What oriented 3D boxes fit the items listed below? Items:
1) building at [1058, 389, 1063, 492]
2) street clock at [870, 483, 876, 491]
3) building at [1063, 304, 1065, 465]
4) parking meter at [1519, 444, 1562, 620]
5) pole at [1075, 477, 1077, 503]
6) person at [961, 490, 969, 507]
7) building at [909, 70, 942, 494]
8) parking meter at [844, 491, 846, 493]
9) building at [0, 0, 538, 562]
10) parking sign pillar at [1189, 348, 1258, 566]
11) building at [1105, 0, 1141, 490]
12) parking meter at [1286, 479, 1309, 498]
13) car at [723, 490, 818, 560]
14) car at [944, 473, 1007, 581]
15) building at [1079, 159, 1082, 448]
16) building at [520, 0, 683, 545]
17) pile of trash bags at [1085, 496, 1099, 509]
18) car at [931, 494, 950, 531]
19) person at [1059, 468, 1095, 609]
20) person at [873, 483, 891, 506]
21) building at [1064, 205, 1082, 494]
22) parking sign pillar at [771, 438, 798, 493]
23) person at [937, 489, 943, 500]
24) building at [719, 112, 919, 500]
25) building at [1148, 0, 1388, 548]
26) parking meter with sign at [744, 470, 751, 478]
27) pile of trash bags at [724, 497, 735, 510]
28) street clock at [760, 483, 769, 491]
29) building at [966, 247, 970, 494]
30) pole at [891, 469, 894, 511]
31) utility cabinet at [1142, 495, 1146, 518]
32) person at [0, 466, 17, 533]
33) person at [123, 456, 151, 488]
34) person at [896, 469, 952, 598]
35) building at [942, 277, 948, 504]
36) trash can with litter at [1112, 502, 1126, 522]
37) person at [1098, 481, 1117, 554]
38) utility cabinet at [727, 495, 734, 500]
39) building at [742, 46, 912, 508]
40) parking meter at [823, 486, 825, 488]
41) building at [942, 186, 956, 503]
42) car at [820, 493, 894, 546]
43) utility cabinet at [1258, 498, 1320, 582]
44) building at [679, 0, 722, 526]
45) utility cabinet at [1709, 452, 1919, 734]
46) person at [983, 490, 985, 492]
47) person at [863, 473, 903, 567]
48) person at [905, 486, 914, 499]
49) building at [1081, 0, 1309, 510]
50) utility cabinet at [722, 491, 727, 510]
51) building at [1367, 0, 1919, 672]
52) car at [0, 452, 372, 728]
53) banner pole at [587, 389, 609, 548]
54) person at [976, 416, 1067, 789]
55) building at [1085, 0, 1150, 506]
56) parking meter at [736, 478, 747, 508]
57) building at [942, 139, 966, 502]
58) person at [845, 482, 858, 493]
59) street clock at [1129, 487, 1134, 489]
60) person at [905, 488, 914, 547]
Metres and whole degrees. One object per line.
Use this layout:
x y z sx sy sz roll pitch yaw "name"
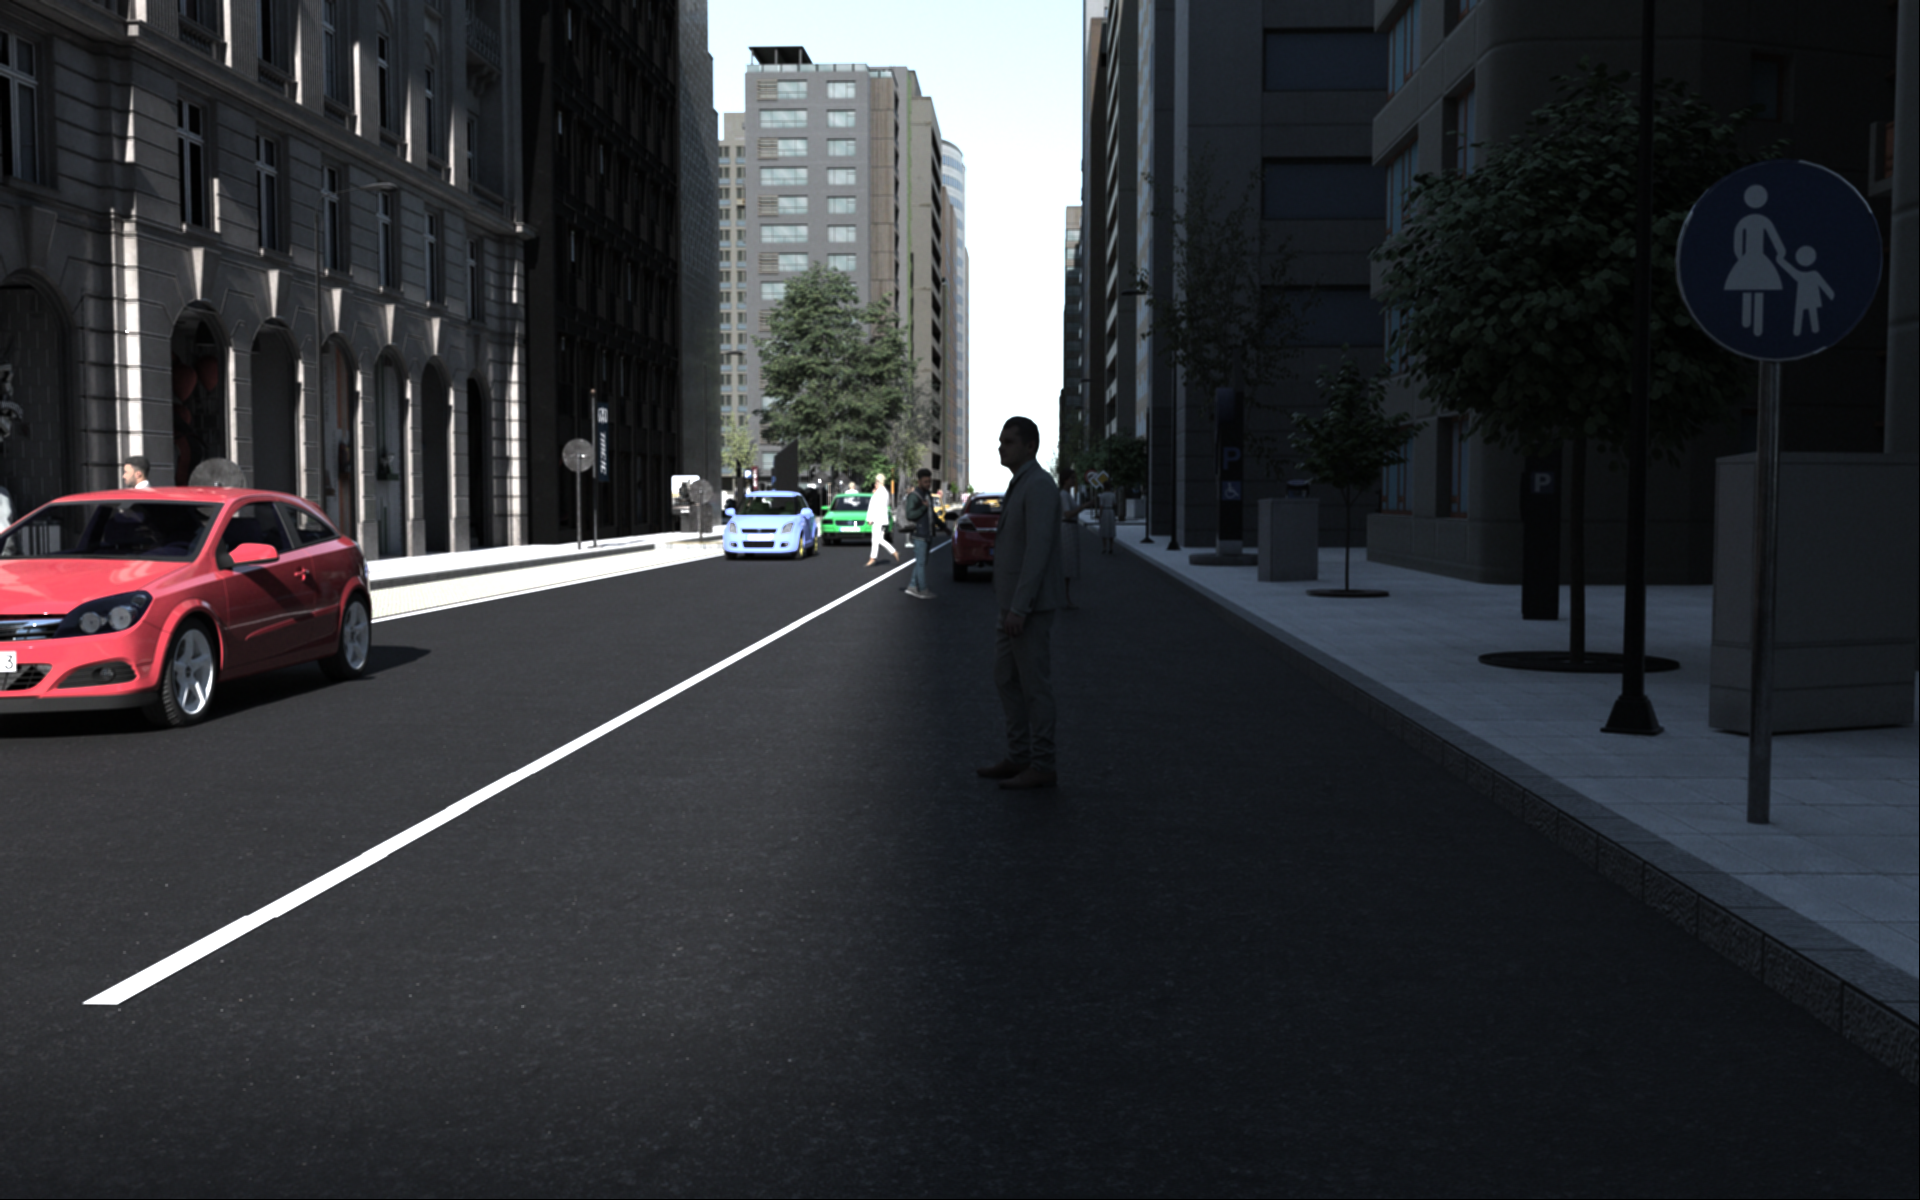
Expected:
30.956 -27.691 297.788 27.650 21.520 28.899 0 4 2 "building"
-5.614 -6.650 113.296 0.471 2.002 0.358 3 5 45 "street clock"
22.585 -30.008 262.323 14.160 30.474 14.107 0 4 2 "building"
5.924 -0.734 17.704 0.399 1.863 0.255 1 4 17 "parking meter"
7.950 -7.642 118.788 0.158 3.312 0.155 0 3 0 "pole"
0.360 -6.204 110.771 0.563 1.720 0.643 0 4 7 "person"
-13.327 -35.414 202.718 21.300 48.544 21.600 0 4 2 "building"
-8.206 -7.140 125.143 0.372 1.533 0.369 0 3 0 "parking meter"
-17.142 -11.592 31.327 13.314 21.916 24.055 0 4 2 "building"
4.899 -2.629 31.453 1.447 3.967 1.447 0 4 6 "parking sign pillar"
22.850 -31.514 138.962 21.300 48.544 21.600 0 4 2 "building"
5.548 -1.228 28.486 0.372 1.533 0.369 0 3 0 "parking meter"
-4.216 -1.785 38.772 1.945 1.707 3.694 0 4 3 "car"
0.783 -1.285 30.056 2.155 1.783 4.494 0 4 1 "car"
25.978 -36.211 211.655 23.786 49.044 30.456 0 4 2 "building"
-15.975 -13.546 51.158 12.332 23.373 15.834 0 4 2 "building"
10.601 -8.498 148.694 1.912 1.369 3.447 -1 4 -21 "pile of trash bags"
-1.387 -3.527 67.885 2.015 1.641 3.980 0 4 1 "car"
1.441 -0.773 21.710 0.524 1.755 0.480 0 4 6 "person"
-2.556 -2.885 55.851 0.592 1.802 0.473 3 5 44 "person"
21.923 -34.446 246.788 14.154 41.232 14.086 0 4 2 "building"
-8.414 -5.793 83.195 1.447 3.967 1.447 -3 5 -40 "parking sign pillar"
-1.703 -8.475 147.042 0.580 1.828 0.573 1 4 16 "person"
-19.772 -29.884 180.477 32.217 40.220 23.993 0 4 2 "building"
16.477 -31.273 53.315 21.231 58.520 28.212 0 4 2 "building"
-16.117 -8.083 128.410 0.543 3.016 1.738 -2 4 -35 "parking meter with sign"
-11.494 -5.266 95.846 3.447 1.369 1.912 0 4 4 "pile of trash bags"
-13.070 -6.734 114.663 0.358 2.002 0.471 0 4 7 "street clock"
-5.455 -39.948 303.266 14.600 45.320 14.200 0 4 2 "building"
-5.053 -8.304 129.612 0.158 3.312 0.155 0 3 0 "pole"
10.372 -5.064 93.963 1.020 1.237 0.306 0 4 -6 "utility cabinet"
-7.631 -0.274 13.459 0.515 1.767 0.782 1 4 12 "person"
-7.677 -0.465 16.369 0.850 1.792 0.678 -2 4 -27 "person"
-0.521 -0.921 23.910 0.721 1.781 0.623 1 4 15 "person"
-8.973 -27.550 222.143 14.160 30.474 14.107 0 4 2 "building"
7.146 -4.205 80.135 1.055 1.170 0.624 -2 4 -29 "trash can with litter"
3.536 -2.002 41.796 0.480 1.755 0.524 -1 4 -22 "person"
-17.032 -7.053 126.476 1.020 1.237 0.306 -1 4 -10 "utility cabinet"
-11.984 -29.193 160.908 14.154 41.232 14.086 0 4 2 "building"
-8.879 -6.467 111.439 0.399 1.863 0.255 0 4 2 "parking meter"
-8.580 -36.399 245.240 14.600 45.320 14.200 0 4 2 "building"
-2.898 -2.473 49.232 1.959 1.807 4.718 0 4 2 "car"
4.853 -0.884 25.623 1.020 1.237 0.306 -3 4 -37 "utility cabinet"
-18.277 -12.845 64.760 16.860 20.320 10.420 0 4 2 "building"
4.649 -0.046 9.425 1.173 1.500 0.318 -1 4 -21 "utility cabinet"
2.449 -10.447 179.322 0.705 1.822 1.348 2 4 29 "person"
-1.524 -1.583 34.265 0.818 1.842 0.514 -1 4 -10 "person"
-2.541 -4.949 89.264 0.661 1.843 0.795 -2 4 -31 "person"
23.316 -39.155 182.175 21.231 58.520 28.212 0 4 2 "building"
-15.346 -6.332 112.202 0.318 1.500 1.173 -1 4 -19 "utility cabinet"
21.022 -10.562 17.724 27.650 21.520 28.899 0 4 2 "building"
-5.581 -0.180 11.978 2.155 1.783 4.494 0 4 1 "car"
-8.649 -3.154 41.577 0.401 3.779 0.863 1 4 23 "banner pole"
0.330 0.005 8.511 0.391 1.810 0.635 -1 4 -11 "person"
18.776 -31.245 160.967 14.600 45.320 14.200 0 4 2 "building"
-7.869 -3.470 62.453 0.255 1.863 0.399 1 4 17 "parking meter"
-10.106 -45.253 281.879 21.231 58.520 28.212 0 4 2 "building"
-3.683 -3.127 59.498 0.514 1.842 0.818 -2 4 -23 "person"
12.508 -7.469 126.688 0.471 2.002 0.358 0 4 -2 "street clock"
-1.378 -2.244 46.997 0.330 1.601 0.589 0 4 7 "person"
